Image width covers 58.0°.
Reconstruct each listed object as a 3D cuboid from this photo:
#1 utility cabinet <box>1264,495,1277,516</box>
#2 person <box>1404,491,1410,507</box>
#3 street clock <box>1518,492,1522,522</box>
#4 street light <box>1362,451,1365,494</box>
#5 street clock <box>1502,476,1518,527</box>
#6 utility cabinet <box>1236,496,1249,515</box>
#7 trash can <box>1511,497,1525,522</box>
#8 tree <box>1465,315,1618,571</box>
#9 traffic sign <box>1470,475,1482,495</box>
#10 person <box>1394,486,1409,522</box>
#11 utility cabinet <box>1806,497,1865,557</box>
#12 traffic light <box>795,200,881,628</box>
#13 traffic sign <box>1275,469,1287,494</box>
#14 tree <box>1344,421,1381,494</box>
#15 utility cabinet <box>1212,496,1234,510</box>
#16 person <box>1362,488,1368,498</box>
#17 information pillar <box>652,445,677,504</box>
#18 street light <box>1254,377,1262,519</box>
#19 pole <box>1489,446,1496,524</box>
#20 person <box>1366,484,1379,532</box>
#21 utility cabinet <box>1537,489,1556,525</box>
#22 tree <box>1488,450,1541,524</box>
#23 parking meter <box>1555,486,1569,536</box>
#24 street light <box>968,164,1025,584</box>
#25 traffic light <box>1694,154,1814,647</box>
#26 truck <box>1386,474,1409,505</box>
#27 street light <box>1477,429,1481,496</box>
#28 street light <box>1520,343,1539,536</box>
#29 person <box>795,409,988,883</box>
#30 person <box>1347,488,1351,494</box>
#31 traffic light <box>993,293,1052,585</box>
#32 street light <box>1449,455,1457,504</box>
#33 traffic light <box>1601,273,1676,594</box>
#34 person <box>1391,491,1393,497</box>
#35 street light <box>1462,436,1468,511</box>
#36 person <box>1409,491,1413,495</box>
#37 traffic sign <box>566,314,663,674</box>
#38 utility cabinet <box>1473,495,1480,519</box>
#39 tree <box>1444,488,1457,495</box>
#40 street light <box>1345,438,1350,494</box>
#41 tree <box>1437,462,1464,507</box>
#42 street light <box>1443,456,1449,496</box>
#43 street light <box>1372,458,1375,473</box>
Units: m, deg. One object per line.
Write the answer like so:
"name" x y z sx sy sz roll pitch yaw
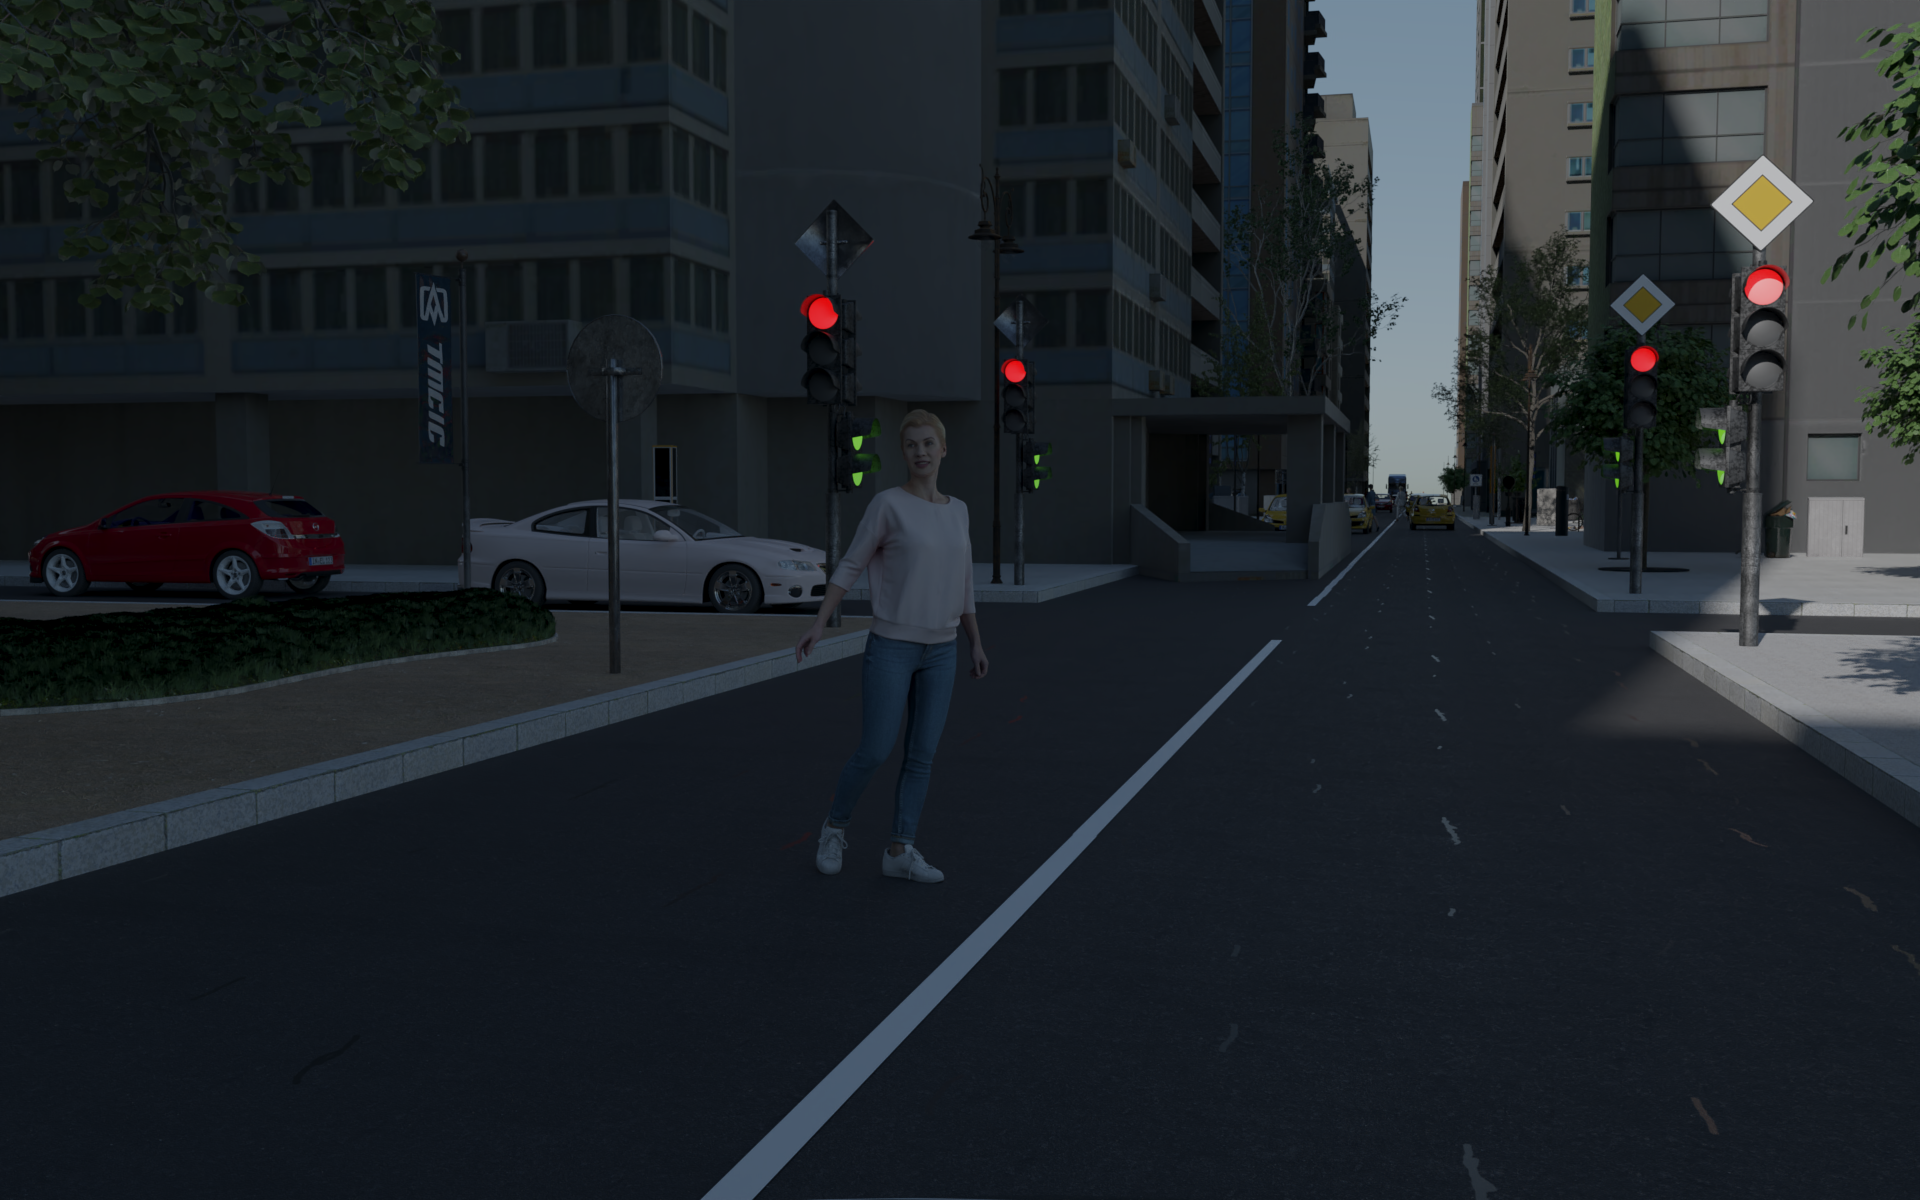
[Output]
"utility cabinet" 16.063 -4.784 89.377 0.306 1.237 1.020 -2 4 -24
"person" 48.219 -10.902 187.454 1.217 1.736 0.721 -1 4 -9
"street clock" 25.033 -4.478 77.784 0.358 2.002 0.471 2 4 27
"street light" 41.706 -12.626 179.229 0.468 5.910 1.993 1 4 15
"street clock" 21.665 -3.904 68.408 0.471 2.002 0.358 1 4 22
"utility cabinet" 8.955 -2.677 54.936 0.306 1.237 1.020 0 4 5
"trash can" 25.414 -4.100 78.687 0.748 1.137 0.748 0 3 0
"tree" 11.502 -2.761 28.856 4.285 4.588 4.351 0 3 0
"traffic sign" 26.906 -5.395 90.340 0.606 2.300 0.079 2 4 24
"person" 22.659 -4.922 88.855 0.818 1.842 0.514 3 4 36
"utility cabinet" 17.847 -1.478 35.319 1.020 1.237 0.306 1 4 20
"traffic light" -1.203 -1.692 16.578 0.839 4.253 0.868 1 4 15
"traffic sign" 13.258 -4.227 71.237 0.606 2.300 0.079 1 4 19
"tree" 39.031 -13.430 169.940 4.360 8.622 3.978 0 3 0
"utility cabinet" 8.995 -2.873 58.135 1.020 1.237 0.306 0 4 1
"person" 28.977 -7.037 123.521 1.348 1.831 0.705 -1 4 -17
"information pillar" -4.473 -1.333 26.292 0.304 2.012 0.304 0 4 6
"street light" 11.223 -5.645 65.076 0.468 5.910 1.993 1 4 15
"pole" 22.562 -4.865 73.382 0.158 3.312 0.155 0 3 0
"person" 15.670 -3.509 65.901 0.581 1.822 0.654 -2 4 -27
"utility cabinet" 23.942 -3.748 69.957 1.173 1.500 0.318 2 4 34
"tree" 24.174 -4.931 75.222 1.663 3.219 1.824 0 3 0
"parking meter" 18.454 -2.732 53.087 0.372 1.533 0.369 0 3 0
"street light" 0.526 -3.173 24.662 0.468 5.910 1.993 1 4 15
"traffic light" 6.640 -1.565 14.514 0.839 4.253 0.868 1 4 15
"truck" 60.305 -15.227 238.725 2.967 4.110 18.799 1 4 14
"street light" 28.328 -7.439 94.417 0.468 5.910 1.993 1 4 15
"street light" 17.506 -4.926 53.330 0.468 5.910 1.993 1 4 15
"person" -0.322 0.167 6.447 0.598 1.740 0.731 3 5 44
"person" 19.736 -4.814 87.886 0.598 1.740 0.731 -3 5 -41
"traffic light" 0.851 -2.164 24.295 0.839 4.253 0.868 1 4 15
"street light" 47.934 -11.929 167.833 0.468 5.910 1.993 1 4 15
"traffic light" 8.695 -2.037 22.231 0.839 4.253 0.868 1 4 15
"person" 50.335 -11.796 202.072 0.721 1.735 1.217 0 4 -3
"street light" 37.123 -9.459 127.438 0.468 5.910 1.993 1 4 15
"person" 58.312 -13.165 223.765 1.348 1.821 0.705 2 4 27
"traffic sign" -2.469 -0.747 12.320 0.768 2.556 0.104 1 4 18
"utility cabinet" 26.377 -4.724 88.404 0.306 1.237 1.020 1 4 20
"tree" 56.300 -12.482 198.682 1.663 3.219 1.824 0 3 0
"street light" 31.233 -10.229 140.028 0.468 5.910 1.993 1 4 15
"tree" 50.149 -11.747 175.770 4.285 4.588 4.351 0 3 0
"street light" 58.492 -14.364 207.645 0.468 5.910 1.993 1 4 15
"street light" 52.378 -15.095 219.594 0.468 5.910 1.993 1 4 15
